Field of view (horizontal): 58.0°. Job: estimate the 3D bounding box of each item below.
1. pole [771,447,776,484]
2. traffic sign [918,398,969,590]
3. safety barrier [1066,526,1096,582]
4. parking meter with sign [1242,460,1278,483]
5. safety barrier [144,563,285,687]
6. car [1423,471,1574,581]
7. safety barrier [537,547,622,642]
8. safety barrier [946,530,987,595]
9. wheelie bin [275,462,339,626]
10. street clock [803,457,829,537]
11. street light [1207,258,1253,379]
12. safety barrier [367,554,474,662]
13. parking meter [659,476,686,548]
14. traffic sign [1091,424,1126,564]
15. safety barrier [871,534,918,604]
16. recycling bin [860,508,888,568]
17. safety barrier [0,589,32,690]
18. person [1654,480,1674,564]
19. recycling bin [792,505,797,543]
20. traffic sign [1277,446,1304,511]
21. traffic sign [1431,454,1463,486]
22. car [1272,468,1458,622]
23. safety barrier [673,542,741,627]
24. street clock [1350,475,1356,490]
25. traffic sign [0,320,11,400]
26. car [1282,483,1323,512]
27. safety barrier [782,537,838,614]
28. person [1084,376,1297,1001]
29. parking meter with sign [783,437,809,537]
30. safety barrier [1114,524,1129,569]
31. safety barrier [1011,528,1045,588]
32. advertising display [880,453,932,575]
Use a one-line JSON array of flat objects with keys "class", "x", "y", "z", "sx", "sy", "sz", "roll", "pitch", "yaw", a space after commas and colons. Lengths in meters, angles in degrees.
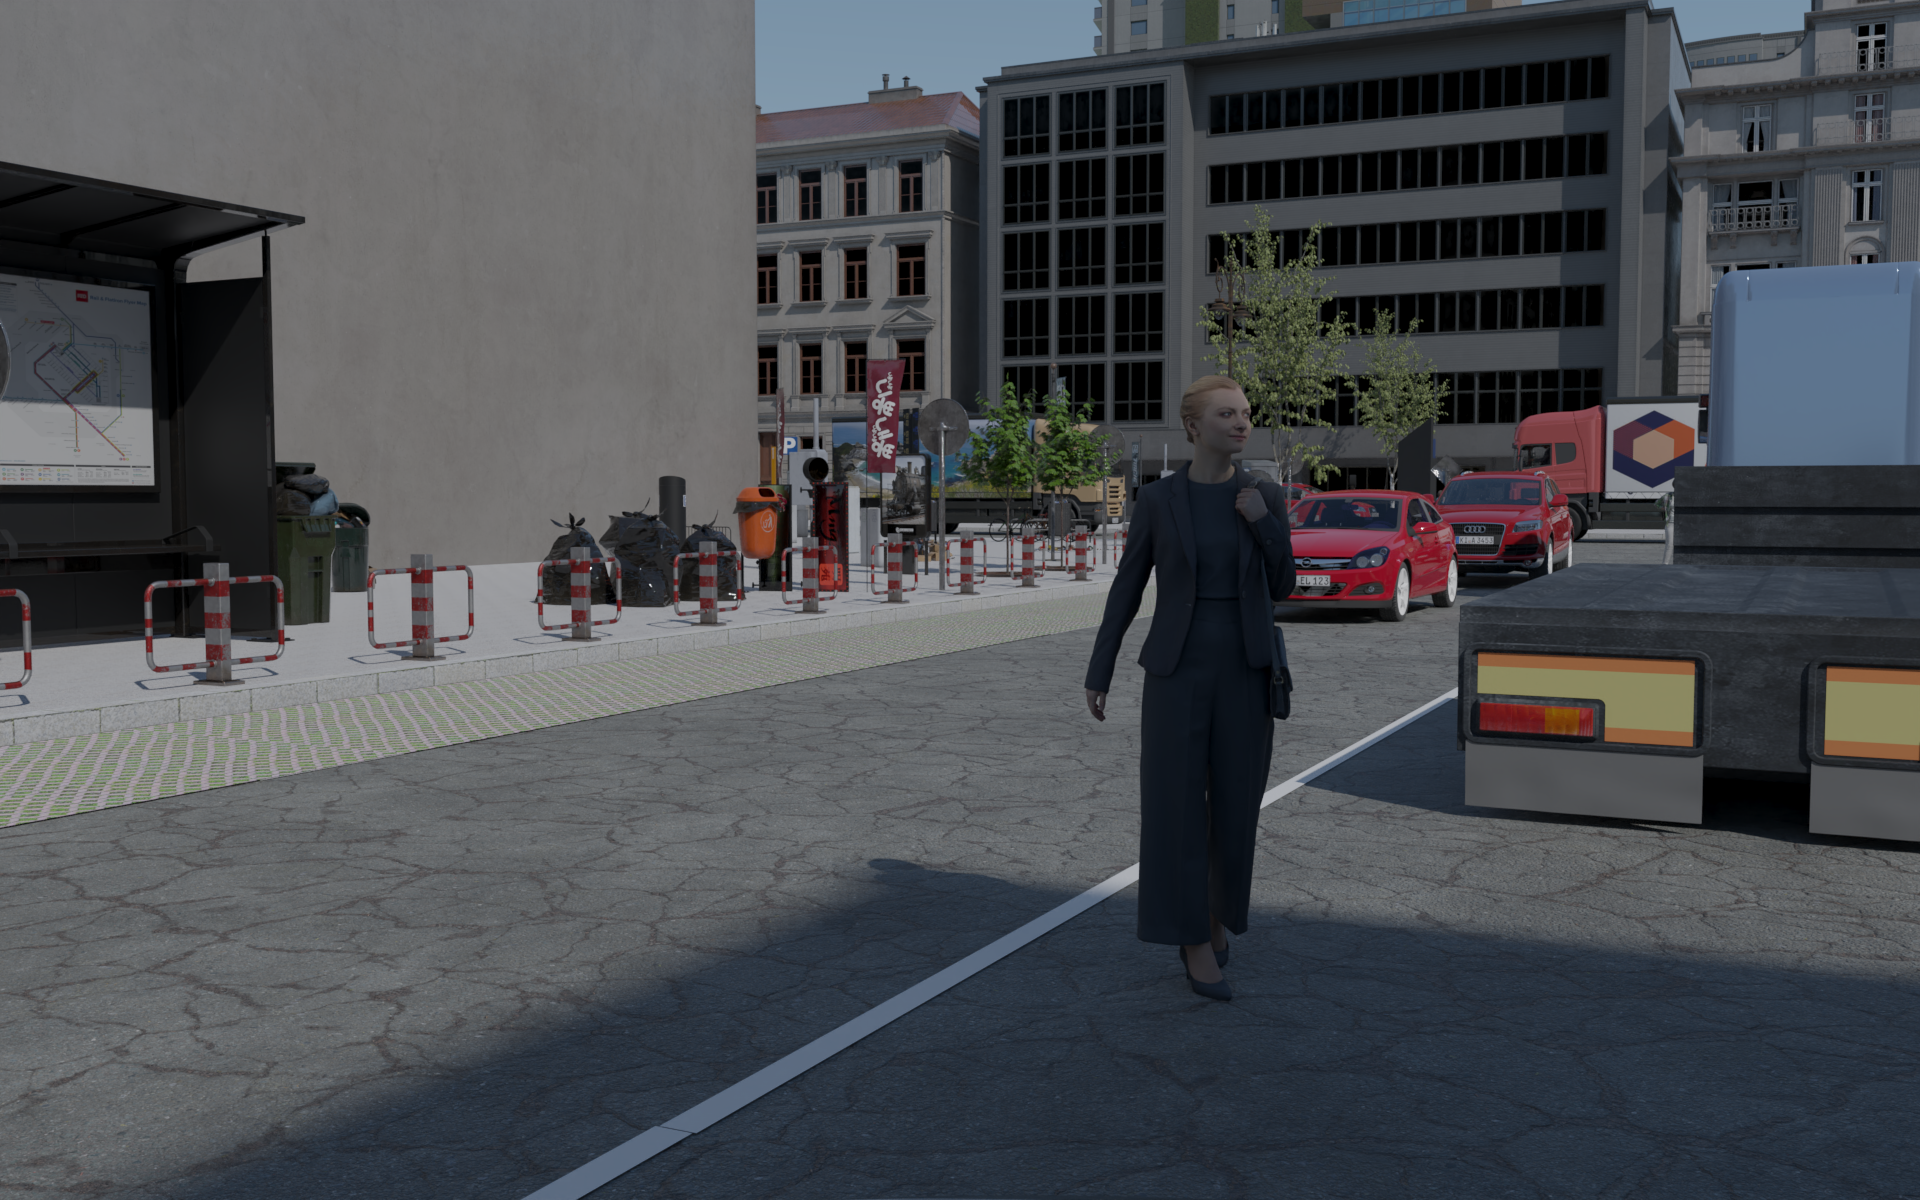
[{"class": "pole", "x": -8.025, "y": -4.943, "z": 74.664, "sx": 0.158, "sy": 3.312, "sz": 0.155, "roll": 0, "pitch": 3, "yaw": 0}, {"class": "traffic sign", "x": -0.240, "y": -1.402, "z": 23.037, "sx": 0.768, "sy": 2.556, "sz": 0.104, "roll": 2, "pitch": 4, "yaw": 27}, {"class": "safety barrier", "x": 1.781, "y": -0.685, "z": 25.480, "sx": 0.300, "sy": 0.817, "sz": 1.120, "roll": 2, "pitch": 4, "yaw": 26}, {"class": "parking meter with sign", "x": 6.722, "y": -2.598, "z": 38.739, "sx": 1.738, "sy": 3.016, "sz": 0.543, "roll": -1, "pitch": 4, "yaw": -23}, {"class": "safety barrier", "x": -4.995, "y": 0.160, "z": 11.653, "sx": 0.300, "sy": 0.817, "sz": 1.120, "roll": 2, "pitch": 4, "yaw": 26}, {"class": "car", "x": 8.812, "y": -1.204, "z": 28.367, "sx": 2.281, "sy": 1.827, "sz": 5.304, "roll": 2, "pitch": 4, "yaw": 25}, {"class": "safety barrier", "x": -3.306, "y": -0.051, "z": 15.103, "sx": 0.300, "sy": 0.817, "sz": 1.120, "roll": 2, "pitch": 4, "yaw": 26}, {"class": "safety barrier", "x": 0.088, "y": -0.474, "z": 22.031, "sx": 0.300, "sy": 0.817, "sz": 1.120, "roll": 2, "pitch": 4, "yaw": 26}, {"class": "wheelie bin", "x": -6.582, "y": -0.566, "z": 17.161, "sx": 0.693, "sy": 1.594, "sz": 0.980, "roll": 1, "pitch": 4, "yaw": 21}, {"class": "street clock", "x": -2.824, "y": -1.797, "z": 33.957, "sx": 0.471, "sy": 2.002, "sz": 0.358, "roll": -2, "pitch": 4, "yaw": -34}, {"class": "street light", "x": 5.298, "y": -3.746, "z": 34.035, "sx": 0.468, "sy": 5.910, "sz": 1.993, "roll": 2, "pitch": 4, "yaw": 26}, {"class": "safety barrier", "x": -4.150, "y": 0.055, "z": 13.374, "sx": 0.300, "sy": 0.817, "sz": 1.120, "roll": 2, "pitch": 4, "yaw": 26}, {"class": "parking meter", "x": -4.005, "y": -0.962, "z": 24.145, "sx": 0.372, "sy": 1.533, "sz": 0.369, "roll": 0, "pitch": 3, "yaw": 0}, {"class": "traffic sign", "x": 2.642, "y": -1.928, "z": 31.621, "sx": 0.768, "sy": 2.556, "sz": 0.104, "roll": 2, "pitch": 4, "yaw": 26}, {"class": "safety barrier", "x": -0.762, "y": -0.369, "z": 20.301, "sx": 0.300, "sy": 0.817, "sz": 1.120, "roll": 2, "pitch": 4, "yaw": 26}, {"class": "recycling bin", "x": -1.291, "y": -1.104, "z": 30.604, "sx": 0.722, "sy": 1.027, "sz": 0.722, "roll": -2, "pitch": 4, "yaw": -32}, {"class": "safety barrier", "x": -5.841, "y": 0.266, "z": 9.922, "sx": 0.300, "sy": 0.817, "sz": 1.120, "roll": 2, "pitch": 4, "yaw": 26}, {"class": "person", "x": 13.268, "y": -1.395, "z": 32.037, "sx": 0.841, "sy": 1.734, "sz": 0.376, "roll": 2, "pitch": 4, "yaw": 29}, {"class": "recycling bin", "x": -4.717, "y": -2.010, "z": 45.413, "sx": 0.722, "sy": 1.027, "sz": 0.722, "roll": -2, "pitch": 4, "yaw": -23}, {"class": "traffic sign", "x": 8.808, "y": -2.826, "z": 46.306, "sx": 0.768, "sy": 2.556, "sz": 0.104, "roll": 2, "pitch": 4, "yaw": 35}, {"class": "traffic sign", "x": 12.219, "y": -2.441, "z": 43.555, "sx": 0.795, "sy": 2.450, "sz": 0.064, "roll": 2, "pitch": 4, "yaw": 26}, {"class": "car", "x": 4.793, "y": -0.730, "z": 20.975, "sx": 2.155, "sy": 1.783, "sz": 4.494, "roll": 2, "pitch": 4, "yaw": 27}, {"class": "safety barrier", "x": -2.448, "y": -0.158, "z": 16.851, "sx": 0.300, "sy": 0.817, "sz": 1.120, "roll": 2, "pitch": 4, "yaw": 26}, {"class": "street clock", "x": 14.912, "y": -3.744, "z": 65.781, "sx": 0.358, "sy": 2.002, "sz": 0.471, "roll": 1, "pitch": 4, "yaw": 15}, {"class": "traffic sign", "x": -6.542, "y": -0.694, "z": 11.452, "sx": 0.768, "sy": 2.556, "sz": 0.104, "roll": 2, "pitch": 4, "yaw": 26}, {"class": "car", "x": 11.162, "y": -2.986, "z": 57.492, "sx": 5.304, "sy": 1.827, "sz": 2.281, "roll": 2, "pitch": 4, "yaw": 28}, {"class": "safety barrier", "x": -1.604, "y": -0.263, "z": 18.573, "sx": 0.300, "sy": 0.817, "sz": 1.120, "roll": 2, "pitch": 4, "yaw": 26}, {"class": "person", "x": 0.693, "y": 0.235, "z": 5.083, "sx": 0.576, "sy": 1.772, "sz": 0.534, "roll": -1, "pitch": 4, "yaw": -23}, {"class": "parking meter with sign", "x": -4.924, "y": -3.402, "z": 51.890, "sx": 0.543, "sy": 3.016, "sz": 1.738, "roll": -1, "pitch": 4, "yaw": -20}, {"class": "safety barrier", "x": 2.631, "y": -0.791, "z": 27.208, "sx": 0.300, "sy": 0.817, "sz": 1.120, "roll": 2, "pitch": 4, "yaw": 26}, {"class": "safety barrier", "x": 0.936, "y": -0.580, "z": 23.759, "sx": 0.300, "sy": 0.817, "sz": 1.120, "roll": 2, "pitch": 4, "yaw": 26}, {"class": "advertising display", "x": -0.868, "y": -1.368, "z": 27.576, "sx": 0.974, "sy": 1.923, "sz": 0.123, "roll": 3, "pitch": 4, "yaw": 38}]
